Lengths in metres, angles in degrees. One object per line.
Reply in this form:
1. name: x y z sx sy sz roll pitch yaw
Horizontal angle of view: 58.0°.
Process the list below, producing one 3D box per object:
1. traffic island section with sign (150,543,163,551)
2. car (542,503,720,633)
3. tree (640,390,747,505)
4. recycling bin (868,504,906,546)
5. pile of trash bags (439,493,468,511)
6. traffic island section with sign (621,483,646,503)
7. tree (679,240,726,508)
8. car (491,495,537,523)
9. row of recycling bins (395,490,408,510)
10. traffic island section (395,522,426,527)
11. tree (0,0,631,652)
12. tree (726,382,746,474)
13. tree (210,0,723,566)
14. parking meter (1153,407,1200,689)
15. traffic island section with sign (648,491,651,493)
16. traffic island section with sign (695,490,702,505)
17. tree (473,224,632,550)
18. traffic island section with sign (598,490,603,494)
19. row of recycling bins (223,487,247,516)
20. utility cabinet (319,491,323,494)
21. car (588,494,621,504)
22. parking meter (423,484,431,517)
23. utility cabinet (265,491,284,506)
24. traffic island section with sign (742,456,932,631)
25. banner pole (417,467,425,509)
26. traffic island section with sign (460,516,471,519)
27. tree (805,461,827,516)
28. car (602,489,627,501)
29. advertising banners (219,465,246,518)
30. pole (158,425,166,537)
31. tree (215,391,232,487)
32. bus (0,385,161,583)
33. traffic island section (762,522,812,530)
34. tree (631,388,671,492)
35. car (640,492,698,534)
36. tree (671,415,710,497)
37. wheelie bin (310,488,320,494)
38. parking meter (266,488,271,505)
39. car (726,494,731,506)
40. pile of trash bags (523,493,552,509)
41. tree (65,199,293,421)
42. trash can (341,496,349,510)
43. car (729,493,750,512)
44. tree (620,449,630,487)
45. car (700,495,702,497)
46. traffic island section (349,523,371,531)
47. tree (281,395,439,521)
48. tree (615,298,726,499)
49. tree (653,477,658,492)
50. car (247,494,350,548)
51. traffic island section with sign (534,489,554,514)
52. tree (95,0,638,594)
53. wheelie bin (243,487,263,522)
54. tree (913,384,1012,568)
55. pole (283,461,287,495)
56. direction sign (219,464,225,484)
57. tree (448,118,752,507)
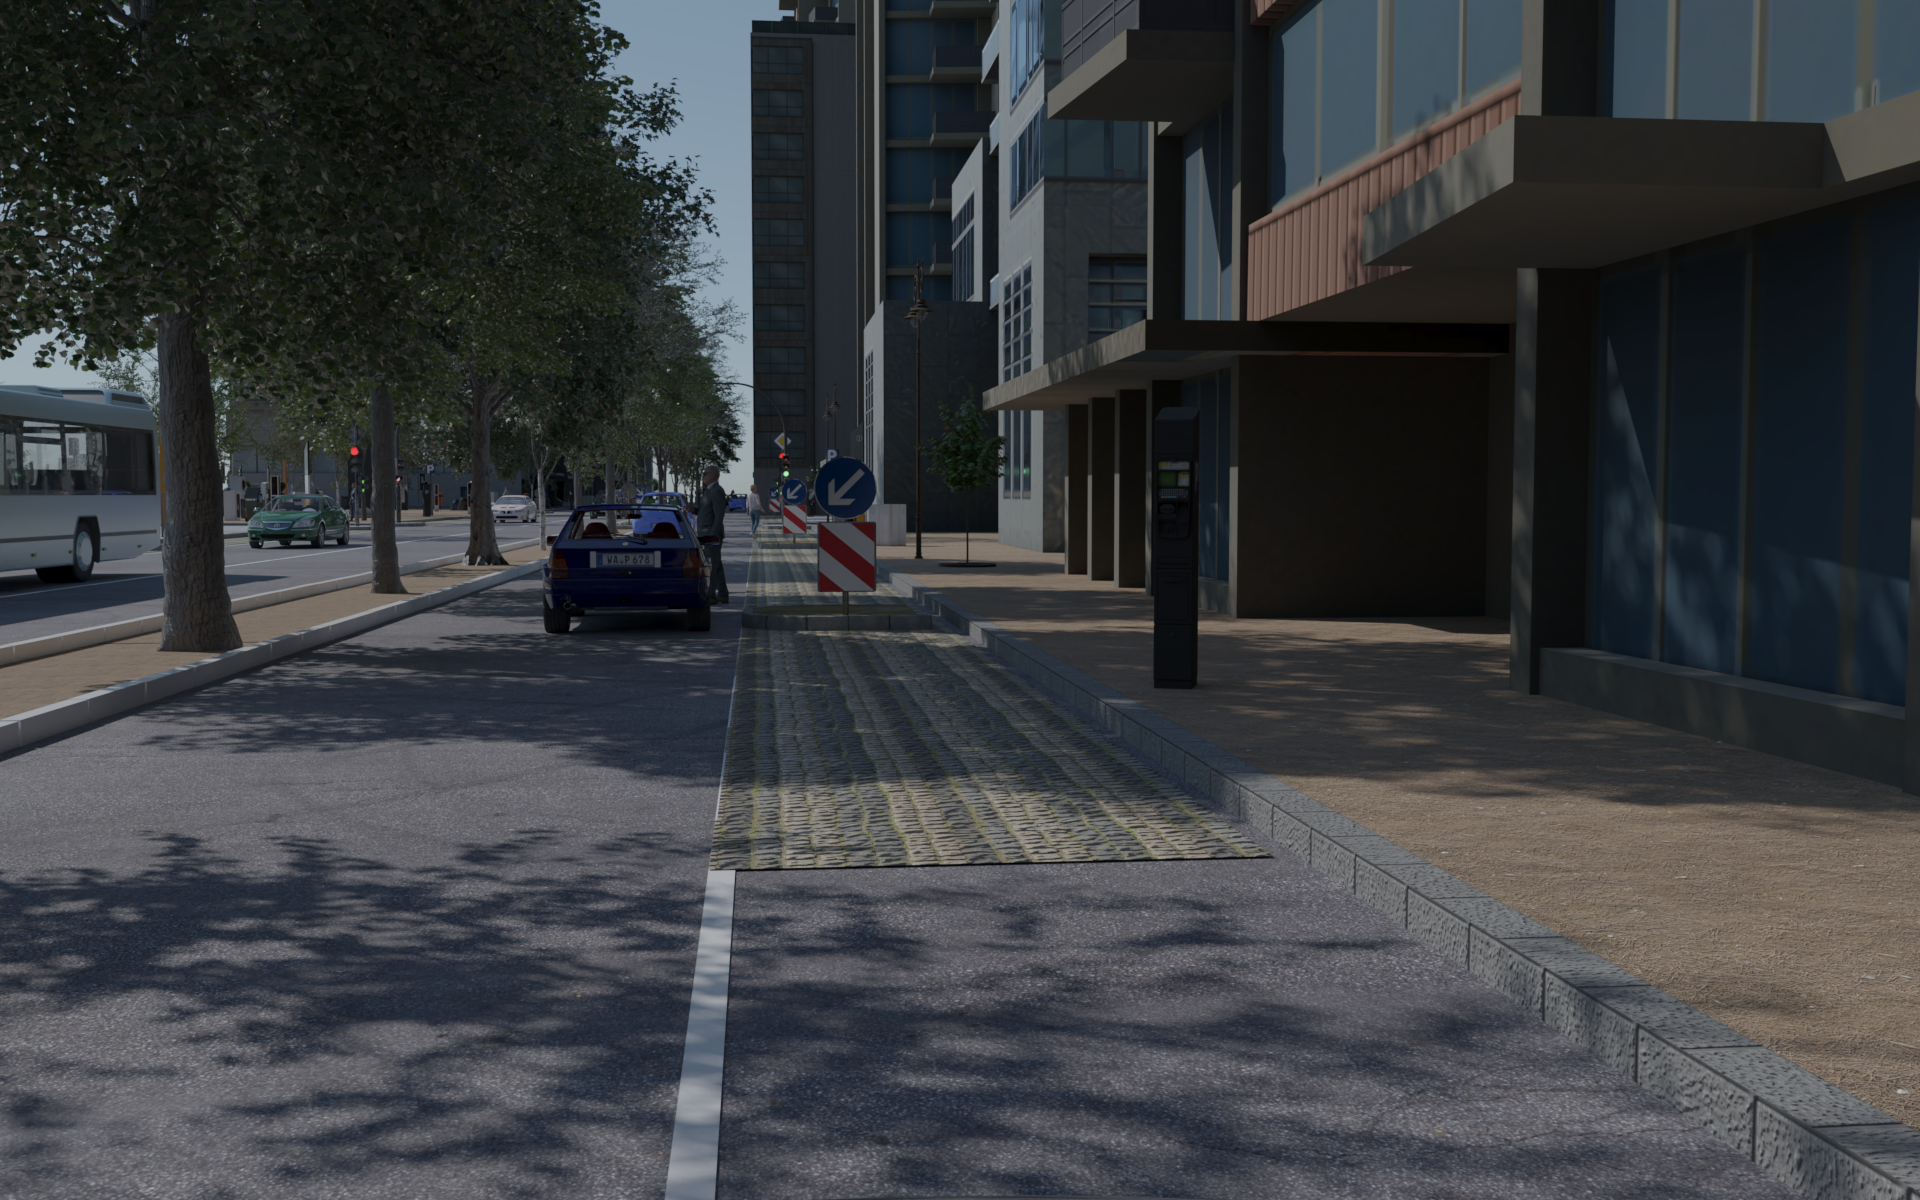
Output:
1. traffic island section with sign: -21.116 -2.155 43.867 1.989 1.847 2.006 0 4 -7
2. car: -3.654 -0.412 19.322 1.945 1.354 3.894 -1 4 -9
3. tree: -22.595 -12.979 149.072 8.767 10.594 7.601 0 4 -7
4. recycling bin: -1.807 -1.855 42.881 0.722 1.027 0.722 2 4 30
5. pile of trash bags: -38.921 -7.611 134.195 3.447 1.369 1.912 -2 4 -33
6. traffic island section with sign: -14.374 -4.265 77.863 2.006 1.907 1.989 0 4 -7
7. tree: -12.540 -8.662 62.215 7.486 12.596 7.792 0 3 0
8. car: -22.538 -4.595 87.485 2.083 1.381 4.827 0 4 -6
9. row of recycling bins: -45.412 -7.933 136.813 3.534 1.692 1.069 -3 5 -40
10. traffic island section: -24.962 -3.346 76.982 2.009 0.180 2.903 0 4 -7
11. tree: -6.964 -6.502 15.419 9.857 13.997 8.962 0 3 0
12. tree: -21.369 -13.510 141.473 7.486 12.596 7.792 0 3 0
13. tree: -9.571 -7.024 34.314 9.611 12.733 9.660 0 3 0
14. parking meter: 1.437 -0.353 11.485 0.255 1.863 0.399 1 4 15
15. traffic island section with sign: -45.973 -15.223 257.529 1.989 1.847 2.006 0 4 -7
16. traffic island section with sign: -23.065 -8.830 152.499 2.006 1.907 1.989 0 4 -7
17. tree: -10.507 -5.535 43.321 4.360 8.622 3.978 0 3 0
18. traffic island section with sign: -36.529 -10.260 176.375 1.989 1.847 2.006 0 4 -7
19. row of recycling bins: -42.421 -5.653 99.533 3.534 1.692 1.069 -1 4 -23
20. utility cabinet: -50.750 -7.803 136.253 1.173 1.500 0.318 -2 4 -28
21. car: -20.484 -5.537 100.318 2.009 1.686 4.222 -1 4 -8
22. parking meter: -30.067 -5.622 97.636 0.399 1.863 0.255 -1 4 -20
23. utility cabinet: -54.637 -7.926 138.264 1.173 1.500 0.318 0 3 0
24. traffic island section with sign: -1.395 -0.634 18.992 1.989 1.847 2.006 0 4 -7
25. banner pole: -45.072 -9.463 144.743 0.863 3.779 0.401 -3 5 -44
26. traffic island section with sign: -27.618 -5.572 99.733 1.989 1.847 2.006 0 4 -7
27. tree: -8.205 -6.572 102.061 1.663 3.219 1.824 0 3 0
28. car: -28.192 -8.073 140.669 2.281 1.827 5.304 0 4 -6
29. advertising banners: -38.178 -5.777 90.642 2.074 3.025 0.090 -2 4 -34
30. pole: -23.588 -3.514 51.297 0.158 3.312 0.155 0 3 0
31. tree: -55.286 -10.693 125.192 4.360 8.622 3.978 0 3 0
32. bus: -15.069 -1.830 24.785 2.948 3.499 13.247 0 4 -6
33. traffic island section: -7.111 -2.980 71.007 2.009 0.180 2.903 0 4 -7
34. tree: -13.662 -7.060 68.257 4.360 8.622 3.978 0 3 0
35. car: -8.866 -2.598 52.064 1.945 1.707 3.694 0 4 -6
36. tree: -18.549 -9.773 112.602 4.360 8.622 3.978 0 3 0
37. wheelie bin: -36.273 -5.457 97.128 0.980 1.594 0.693 1 4 23
38. parking meter: -35.763 -4.978 89.795 0.372 1.533 0.369 0 3 0
39. car: -24.898 -10.937 188.611 2.009 1.686 4.222 0 4 -5
40. pile of trash bags: -36.933 -8.593 150.247 1.912 1.369 3.447 -3 5 -45
41. tree: -26.185 -8.163 59.213 9.928 11.665 9.643 0 3 0
42. trash can: -49.851 -7.874 140.386 0.748 1.137 0.748 0 3 0
43. car: -18.165 -8.160 143.011 1.945 1.707 3.694 0 4 -5
44. tree: -45.042 -16.953 227.547 4.737 8.622 4.395 0 3 0
45. car: -41.471 -16.461 281.491 2.083 1.381 4.827 0 4 -6
46. traffic island section: -24.039 -2.861 69.050 2.009 0.180 2.903 0 4 -7
47. tree: -28.591 -9.107 83.310 8.767 10.594 7.601 0 4 7
48. tree: -16.025 -10.023 92.093 9.928 11.665 9.643 0 3 0
49. tree: -54.172 -19.644 304.894 4.285 4.588 4.351 0 3 0
50. car: -18.001 -2.171 47.295 2.131 1.459 4.920 0 4 -7
51. traffic island section with sign: -30.738 -7.210 126.508 1.989 1.847 2.006 0 4 -7
52. tree: -8.101 -6.334 24.144 7.486 12.596 7.792 0 3 0
53. wheelie bin: -32.462 -4.384 79.580 0.980 1.594 0.693 0 4 4
54. tree: 0.188 -2.196 30.498 1.663 3.219 1.824 0 3 0
55. pole: -41.145 -6.836 105.615 0.158 3.312 0.155 0 3 0
56. direction sign: -55.141 -8.395 129.262 0.379 3.537 0.876 1 4 18
57. tree: -11.623 -8.536 52.397 12.009 13.543 11.850 0 3 0
